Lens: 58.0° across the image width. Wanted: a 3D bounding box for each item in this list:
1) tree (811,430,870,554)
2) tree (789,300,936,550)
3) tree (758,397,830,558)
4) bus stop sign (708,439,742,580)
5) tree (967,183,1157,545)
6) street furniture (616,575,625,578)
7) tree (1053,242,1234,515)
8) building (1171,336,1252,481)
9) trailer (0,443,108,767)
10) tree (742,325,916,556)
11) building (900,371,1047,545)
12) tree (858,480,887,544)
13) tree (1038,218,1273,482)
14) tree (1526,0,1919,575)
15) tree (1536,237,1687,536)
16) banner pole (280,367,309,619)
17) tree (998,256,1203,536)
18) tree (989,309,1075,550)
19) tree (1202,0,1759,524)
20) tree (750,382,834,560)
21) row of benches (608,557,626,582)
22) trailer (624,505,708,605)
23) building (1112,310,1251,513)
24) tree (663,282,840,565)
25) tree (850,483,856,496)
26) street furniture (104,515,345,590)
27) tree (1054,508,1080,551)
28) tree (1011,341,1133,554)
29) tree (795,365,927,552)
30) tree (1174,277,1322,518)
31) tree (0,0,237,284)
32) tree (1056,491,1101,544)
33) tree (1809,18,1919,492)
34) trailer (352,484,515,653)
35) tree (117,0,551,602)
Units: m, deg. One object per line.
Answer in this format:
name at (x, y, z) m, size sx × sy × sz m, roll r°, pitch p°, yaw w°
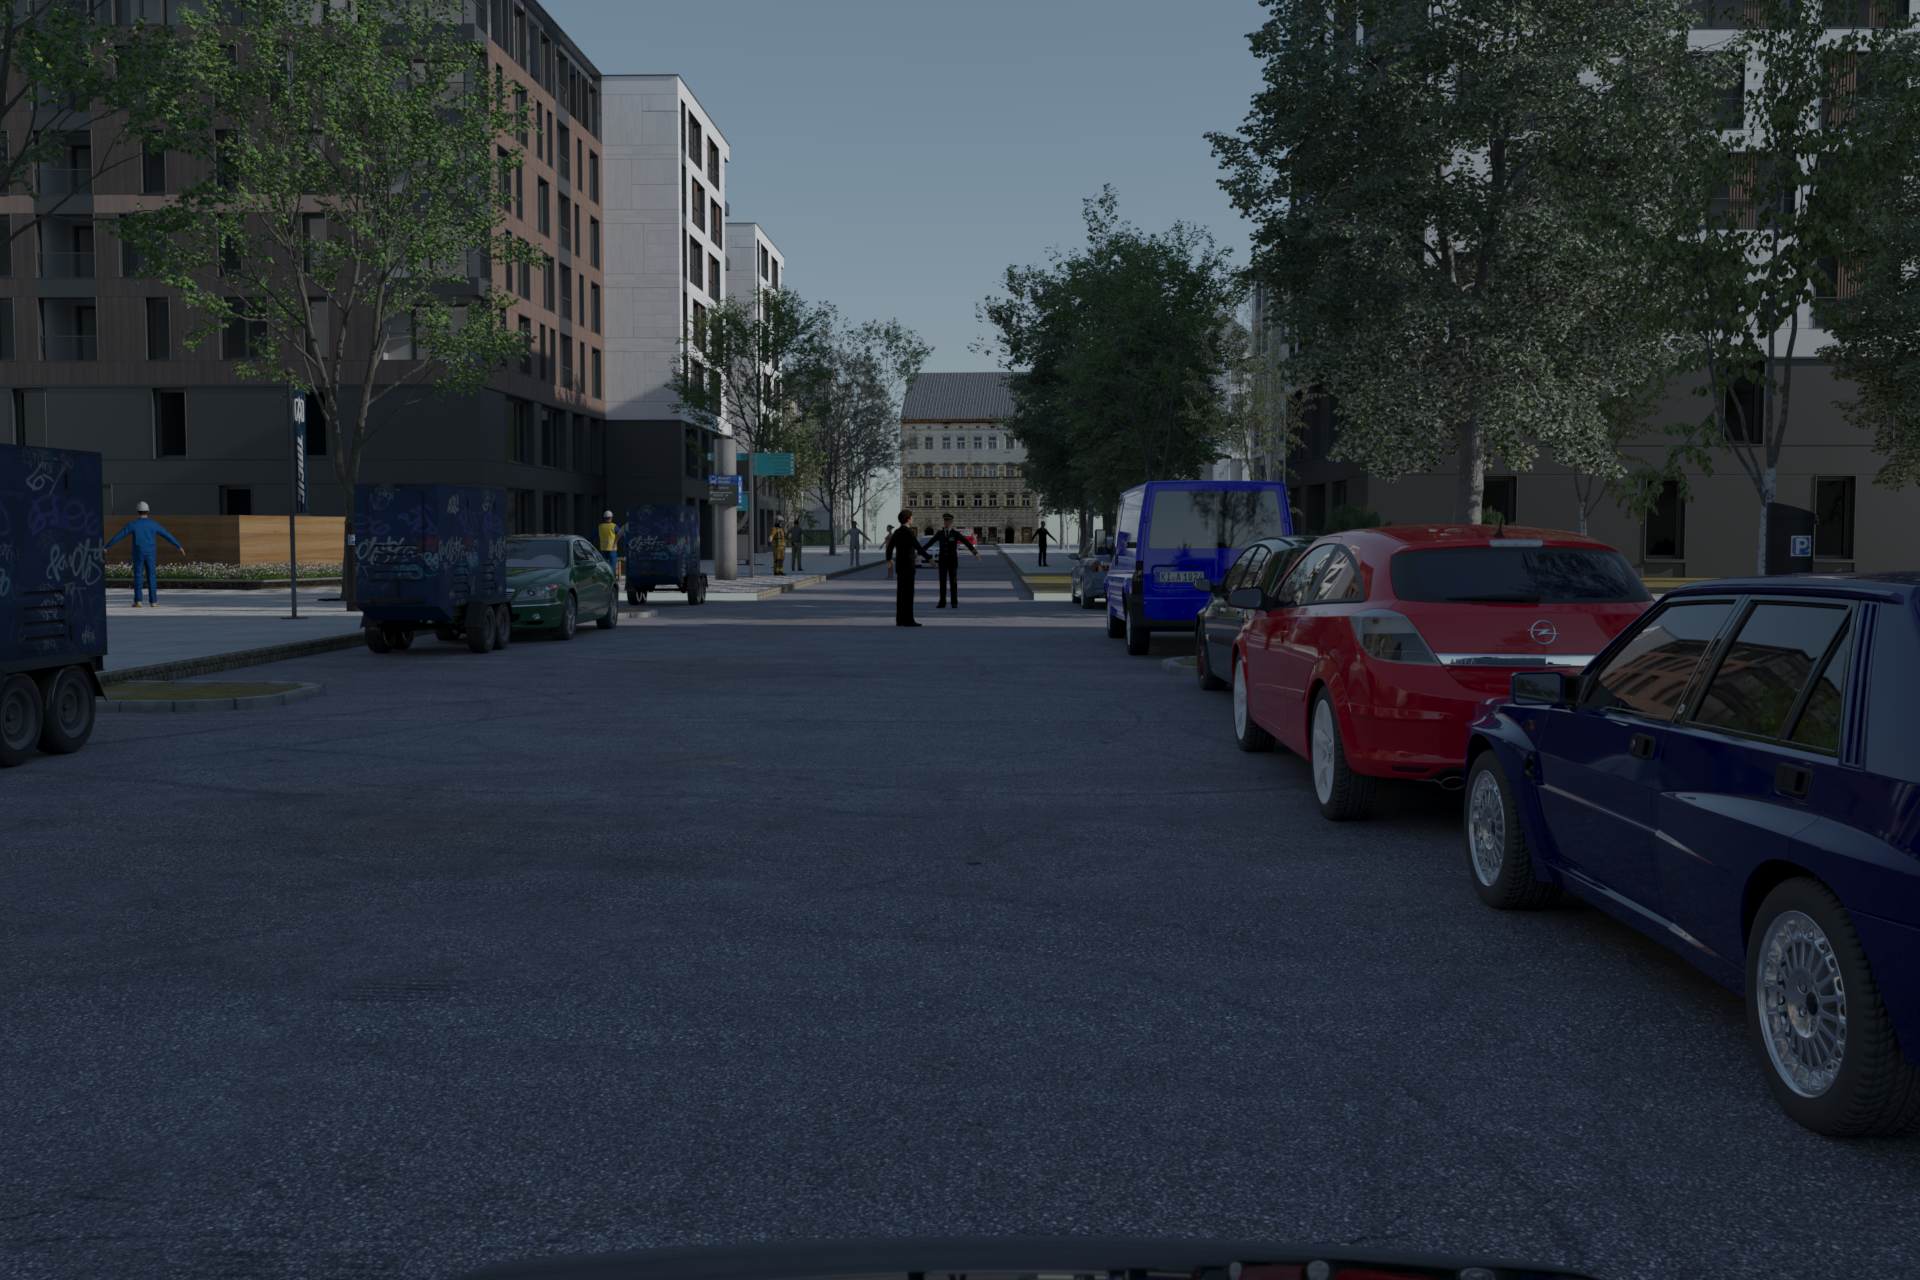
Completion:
tree at (-8.296, -9.980, 113.539) m, size 4.360 × 8.622 × 3.978 m, roll 0°, pitch 3°, yaw 0°
tree at (-8.717, -17.440, 141.029) m, size 12.611 × 20.169 × 13.585 m, roll 0°, pitch 3°, yaw 0°
tree at (-8.711, -8.617, 91.250) m, size 4.737 × 8.622 × 4.395 m, roll 0°, pitch 3°, yaw 0°
bus stop sign at (-6.555, -3.631, 48.386) m, size 0.837 × 3.901 × 0.837 m, roll 0°, pitch 4°, yaw 1°
tree at (6.777, -14.701, 96.246) m, size 12.611 × 20.169 × 13.585 m, roll 0°, pitch 3°, yaw 0°
street furniture at (-13.140, -2.289, 53.046) m, size 10.072 × 0.657 × 5.734 m, roll 0°, pitch 4°, yaw -7°
tree at (7.214, -9.135, 67.488) m, size 7.486 × 12.596 × 7.792 m, roll 0°, pitch 3°, yaw 0°
building at (25.201, -18.838, 164.425) m, size 16.016 × 20.090 × 11.380 m, roll 0°, pitch 4°, yaw 1°
trailer at (-6.507, -0.195, 10.236) m, size 1.471 × 1.999 × 3.904 m, roll 0°, pitch 4°, yaw 1°
tree at (-7.768, -11.767, 102.756) m, size 12.009 × 13.543 × 11.850 m, roll 0°, pitch 3°, yaw 0°
building at (2.199, -24.470, 233.470) m, size 18.063 × 23.208 × 19.493 m, roll 0°, pitch 4°, yaw 6°
tree at (-11.217, -17.328, 233.673) m, size 4.360 × 8.622 × 3.978 m, roll 0°, pitch 3°, yaw 0°
tree at (6.656, -8.120, 58.521) m, size 9.928 × 11.665 × 9.643 m, roll 0°, pitch 3°, yaw 0°
tree at (8.798, -4.208, 19.159) m, size 4.737 × 8.622 × 4.395 m, roll 0°, pitch 3°, yaw 0°
tree at (15.010, -5.563, 41.311) m, size 4.737 × 8.622 × 4.395 m, roll 0°, pitch 3°, yaw 0°
banner pole at (-10.086, -2.223, 26.363) m, size 0.401 × 3.779 × 0.863 m, roll 0°, pitch 4°, yaw 0°
tree at (6.557, -10.466, 77.777) m, size 9.857 × 13.997 × 8.962 m, roll 0°, pitch 3°, yaw 0°
tree at (8.649, -17.586, 143.413) m, size 12.611 × 20.169 × 13.585 m, roll 0°, pitch 3°, yaw 0°
tree at (9.167, -7.601, 30.939) m, size 9.857 × 13.997 × 8.962 m, roll 0°, pitch 3°, yaw 0°
tree at (-8.710, -8.198, 84.396) m, size 4.360 × 8.622 × 3.978 m, roll 0°, pitch 3°, yaw 0°
row of benches at (-9.640, -1.900, 46.530) m, size 1.422 × 0.672 × 4.104 m, roll 2°, pitch 4°, yaw 26°
trailer at (-5.972, -1.678, 34.485) m, size 1.471 × 1.999 × 3.904 m, roll 0°, pitch 4°, yaw 1°
building at (24.610, -21.136, 176.494) m, size 19.493 × 23.208 × 18.063 m, roll 0°, pitch 4°, yaw 1°
tree at (-8.503, -8.886, 71.034) m, size 9.928 × 11.665 × 9.643 m, roll 0°, pitch 3°, yaw 0°
tree at (-19.257, -20.120, 235.610) m, size 9.857 × 13.997 × 8.962 m, roll 0°, pitch 3°, yaw 0°
street furniture at (-18.061, -2.182, 42.538) m, size 11.010 × 1.723 × 9.812 m, roll 1°, pitch 4°, yaw 17°
tree at (7.970, -10.935, 129.147) m, size 4.737 × 8.622 × 4.395 m, roll 0°, pitch 3°, yaw 0°
tree at (7.925, -12.509, 111.170) m, size 9.857 × 13.997 × 8.962 m, roll 0°, pitch 3°, yaw 0°
tree at (-7.548, -13.001, 122.931) m, size 12.009 × 13.543 × 11.850 m, roll 0°, pitch 3°, yaw 0°
tree at (8.640, -6.057, 49.400) m, size 4.360 × 8.622 × 3.978 m, roll 0°, pitch 3°, yaw 0°
tree at (-12.686, -5.811, 20.765) m, size 9.928 × 11.665 × 9.643 m, roll 0°, pitch 3°, yaw 0°
tree at (16.115, -18.146, 231.103) m, size 7.601 × 10.594 × 8.767 m, roll 0°, pitch 4°, yaw 7°
tree at (23.528, -8.028, 37.908) m, size 9.857 × 13.997 × 8.962 m, roll 0°, pitch 3°, yaw 0°
trailer at (-6.375, -0.817, 20.402) m, size 1.471 × 1.999 × 3.904 m, roll 0°, pitch 4°, yaw 1°
tree at (-11.681, -6.546, 32.778) m, size 9.928 × 11.665 × 9.643 m, roll 0°, pitch 3°, yaw 0°
